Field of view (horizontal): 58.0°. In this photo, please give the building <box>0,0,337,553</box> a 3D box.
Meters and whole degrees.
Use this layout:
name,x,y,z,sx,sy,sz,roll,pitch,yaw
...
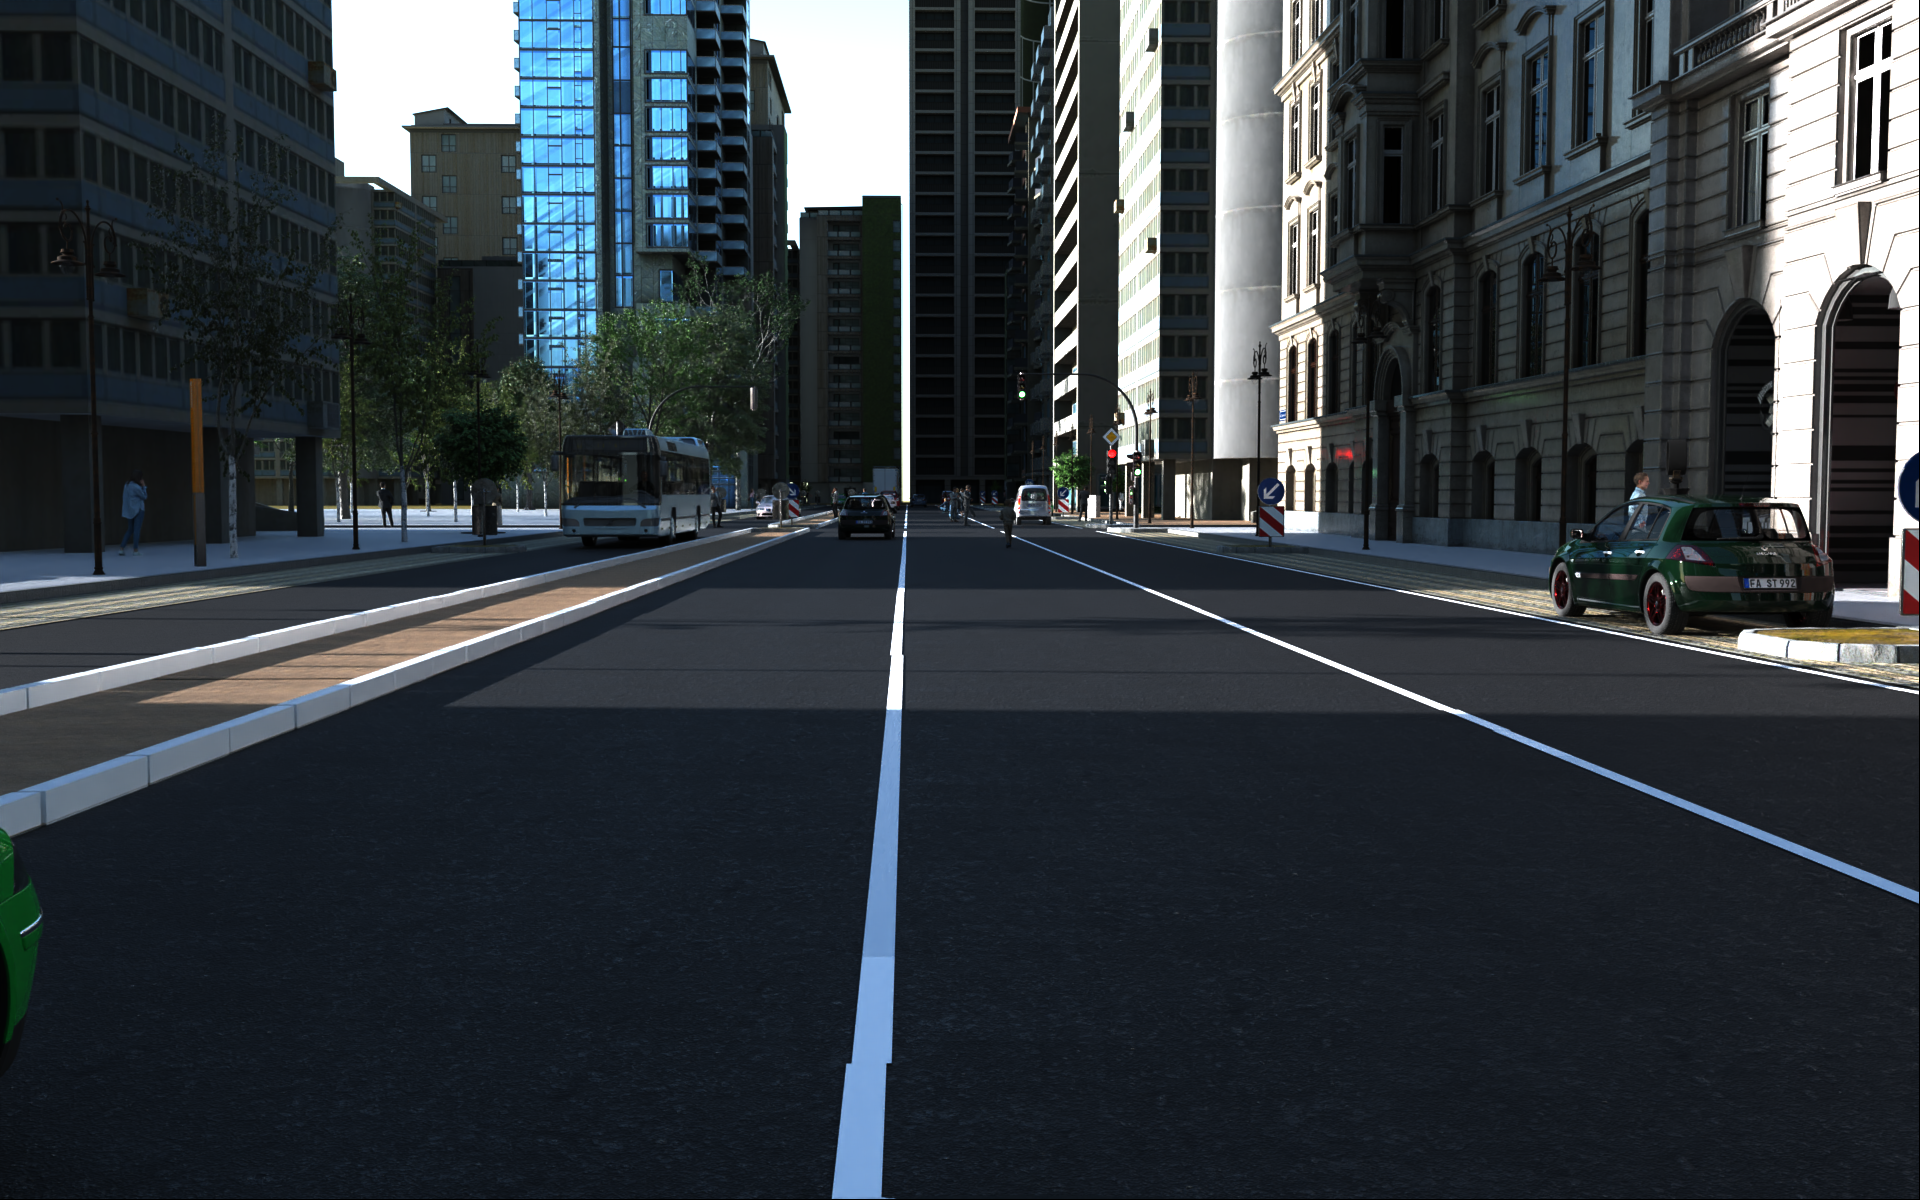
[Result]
name,x,y,z,sx,sy,sz,roll,pitch,yaw
building,-30.392,-21.626,45.468,23.993,40.220,32.217,0,4,-2

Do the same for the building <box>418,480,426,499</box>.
name,x,y,z,sx,sy,sz,roll,pitch,yaw
building,-81.162,-33.848,237.007,14.086,41.232,14.154,0,4,-2

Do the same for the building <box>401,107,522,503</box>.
name,x,y,z,sx,sy,sz,roll,pitch,yaw
building,-60.411,-40.092,244.750,27.495,52.752,28.713,0,4,-2

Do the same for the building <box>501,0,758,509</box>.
name,x,y,z,sx,sy,sz,roll,pitch,yaw
building,-29.957,-51.955,162.130,22.319,86.520,31.000,0,4,-2

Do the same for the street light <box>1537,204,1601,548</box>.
name,x,y,z,sx,sy,sz,roll,pitch,yaw
street light,9.788,-3.376,27.984,0.468,5.910,1.993,0,4,-2

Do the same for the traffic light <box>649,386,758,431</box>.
name,x,y,z,sx,sy,sz,roll,pitch,yaw
traffic light,-10.888,-6.000,72.768,4.771,5.953,1.251,0,4,-2

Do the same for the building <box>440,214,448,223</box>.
name,x,y,z,sx,sy,sz,roll,pitch,yaw
building,-75.036,-31.332,204.160,23.993,40.220,32.217,0,4,-2

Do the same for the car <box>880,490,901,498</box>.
name,x,y,z,sx,sy,sz,roll,pitch,yaw
car,-7.015,-9.954,171.413,2.281,1.827,5.304,0,4,0

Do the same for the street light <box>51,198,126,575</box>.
name,x,y,z,sx,sy,sz,roll,pitch,yaw
street light,-13.709,-3.340,27.393,0.468,5.910,1.993,0,4,-2

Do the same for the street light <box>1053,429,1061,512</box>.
name,x,y,z,sx,sy,sz,roll,pitch,yaw
street light,6.905,-9.255,124.106,0.468,5.910,1.993,0,4,-2

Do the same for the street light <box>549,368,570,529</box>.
name,x,y,z,sx,sy,sz,roll,pitch,yaw
street light,-14.685,-5.556,63.620,0.468,5.910,1.993,0,4,-2

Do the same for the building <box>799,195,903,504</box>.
name,x,y,z,sx,sy,sz,roll,pitch,yaw
building,-14.941,-33.980,239.160,14.086,41.232,14.154,0,4,-2

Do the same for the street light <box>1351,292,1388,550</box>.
name,x,y,z,sx,sy,sz,roll,pitch,yaw
street light,9.379,-4.101,39.831,0.468,5.910,1.993,0,4,-2

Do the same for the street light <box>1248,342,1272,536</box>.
name,x,y,z,sx,sy,sz,roll,pitch,yaw
street light,9.079,-4.881,52.598,0.468,5.910,1.993,0,4,-2

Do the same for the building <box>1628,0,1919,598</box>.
name,x,y,z,sx,sy,sz,roll,pitch,yaw
building,17.534,-10.705,16.834,13.314,21.916,24.055,0,4,-2

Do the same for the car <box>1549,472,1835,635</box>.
name,x,y,z,sx,sy,sz,roll,pitch,yaw
car,7.872,-0.561,18.961,2.009,1.686,4.222,0,4,-1

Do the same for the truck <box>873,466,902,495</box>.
name,x,y,z,sx,sy,sz,roll,pitch,yaw
truck,-7.608,-11.692,180.085,2.839,4.237,11.283,0,4,0

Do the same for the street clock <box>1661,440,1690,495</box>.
name,x,y,z,sx,sy,sz,roll,pitch,yaw
street clock,9.520,-1.131,23.058,0.358,2.002,0.471,1,4,18

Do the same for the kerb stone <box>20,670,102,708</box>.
name,x,y,z,sx,sy,sz,roll,pitch,yaw
kerb stone,-6.247,0.625,11.977,0.120,0.150,1.000,0,4,-2

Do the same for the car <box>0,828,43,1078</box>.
name,x,y,z,sx,sy,sz,roll,pitch,yaw
car,-2.700,0.436,1.661,1.959,1.807,4.718,0,4,-2

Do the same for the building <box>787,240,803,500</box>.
name,x,y,z,sx,sy,sz,roll,pitch,yaw
building,-34.239,-33.982,247.491,23.993,40.220,32.217,0,4,-2

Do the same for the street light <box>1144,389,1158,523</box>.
name,x,y,z,sx,sy,sz,roll,pitch,yaw
street light,8.349,-6.316,76.054,0.468,5.910,1.993,0,4,-2

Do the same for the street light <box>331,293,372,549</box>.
name,x,y,z,sx,sy,sz,roll,pitch,yaw
street light,-14.015,-4.112,40.012,0.468,5.910,1.993,0,4,-2

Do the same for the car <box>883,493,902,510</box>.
name,x,y,z,sx,sy,sz,roll,pitch,yaw
car,-6.335,-9.023,156.558,2.155,1.783,4.494,0,4,-3

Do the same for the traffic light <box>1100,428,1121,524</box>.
name,x,y,z,sx,sy,sz,roll,pitch,yaw
traffic light,6.376,-5.159,73.267,0.839,4.253,0.868,0,4,-2

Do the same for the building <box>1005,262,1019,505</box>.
name,x,y,z,sx,sy,sz,roll,pitch,yaw
building,12.482,-27.211,216.592,14.160,30.474,14.107,0,4,-2

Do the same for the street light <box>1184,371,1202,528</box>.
name,x,y,z,sx,sy,sz,roll,pitch,yaw
street light,8.726,-5.639,64.984,0.468,5.910,1.993,0,4,-2

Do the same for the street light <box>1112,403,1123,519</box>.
name,x,y,z,sx,sy,sz,roll,pitch,yaw
street light,8.005,-7.054,88.122,0.468,5.910,1.993,0,4,-2

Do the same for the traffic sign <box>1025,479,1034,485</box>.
name,x,y,z,sx,sy,sz,roll,pitch,yaw
traffic sign,5.896,-8.978,146.895,0.768,2.556,0.104,0,4,-1

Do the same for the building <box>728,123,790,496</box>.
name,x,y,z,sx,sy,sz,roll,pitch,yaw
building,-25.929,-30.737,186.144,14.154,41.232,14.086,0,4,-2

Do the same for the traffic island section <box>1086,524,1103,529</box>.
name,x,y,z,sx,sy,sz,roll,pitch,yaw
traffic island section,6.416,-3.125,73.382,2.009,0.180,2.903,0,4,-2

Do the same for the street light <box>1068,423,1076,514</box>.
name,x,y,z,sx,sy,sz,roll,pitch,yaw
street light,7.276,-8.533,112.303,0.468,5.910,1.993,0,4,-2

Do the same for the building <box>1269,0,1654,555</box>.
name,x,y,z,sx,sy,sz,roll,pitch,yaw
building,17.273,-13.890,46.180,14.460,24.649,34.723,0,4,-2

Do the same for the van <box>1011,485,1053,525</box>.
name,x,y,z,sx,sy,sz,roll,pitch,yaw
van,3.418,-4.583,81.950,2.013,2.044,4.112,0,4,0

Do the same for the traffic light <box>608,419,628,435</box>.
name,x,y,z,sx,sy,sz,roll,pitch,yaw
traffic light,-12.736,-4.634,64.689,0.839,4.253,0.868,0,4,-2

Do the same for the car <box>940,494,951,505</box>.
name,x,y,z,sx,sy,sz,roll,pitch,yaw
car,-1.361,-12.220,208.834,2.155,1.783,4.494,0,4,-1

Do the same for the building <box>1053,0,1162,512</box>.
name,x,y,z,sx,sy,sz,roll,pitch,yaw
building,18.719,-31.157,133.122,21.300,48.544,21.600,0,4,-2

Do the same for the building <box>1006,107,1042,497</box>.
name,x,y,z,sx,sy,sz,roll,pitch,yaw
building,16.680,-33.011,194.352,22.147,44.769,28.867,0,4,-2

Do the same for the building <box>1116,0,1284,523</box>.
name,x,y,z,sx,sy,sz,roll,pitch,yaw
building,21.049,-24.374,90.403,23.993,40.220,32.217,0,4,-2

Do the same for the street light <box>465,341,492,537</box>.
name,x,y,z,sx,sy,sz,roll,pitch,yaw
street light,-14.393,-4.833,51.815,0.468,5.910,1.993,0,4,-2

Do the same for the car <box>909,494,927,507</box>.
name,x,y,z,sx,sy,sz,roll,pitch,yaw
car,-4.522,-10.789,188.410,2.014,1.417,4.499,0,4,-3

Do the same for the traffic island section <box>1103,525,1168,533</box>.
name,x,y,z,sx,sy,sz,roll,pitch,yaw
traffic island section,6.656,-2.637,65.400,2.009,0.180,2.903,0,4,-2

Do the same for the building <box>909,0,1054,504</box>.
name,x,y,z,sx,sy,sz,roll,pitch,yaw
building,3.258,-49.104,241.099,20.611,71.187,20.563,0,4,-2

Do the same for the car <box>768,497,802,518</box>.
name,x,y,z,sx,sy,sz,roll,pitch,yaw
car,-10.706,-5.747,105.755,2.131,1.459,4.920,0,4,-2

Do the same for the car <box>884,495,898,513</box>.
name,x,y,z,sx,sy,sz,roll,pitch,yaw
car,-5.644,-7.162,129.464,2.083,1.381,4.827,0,4,-2

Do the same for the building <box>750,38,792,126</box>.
name,x,y,z,sx,sy,sz,roll,pitch,yaw
building,-34.765,-37.799,207.248,27.495,52.752,28.713,0,4,-2

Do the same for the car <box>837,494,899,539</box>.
name,x,y,z,sx,sy,sz,roll,pitch,yaw
car,-3.002,-2.832,56.088,2.009,1.686,4.222,0,4,0

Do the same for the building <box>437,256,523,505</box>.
name,x,y,z,sx,sy,sz,roll,pitch,yaw
building,-55.777,-27.090,214.619,14.107,30.474,14.160,0,4,-2

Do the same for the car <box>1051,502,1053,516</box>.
name,x,y,z,sx,sy,sz,roll,pitch,yaw
car,4.988,-6.242,110.856,1.959,1.807,4.718,0,4,-1

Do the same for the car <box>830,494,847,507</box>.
name,x,y,z,sx,sy,sz,roll,pitch,yaw
car,-13.049,-10.939,187.646,1.959,1.807,4.718,0,4,-3

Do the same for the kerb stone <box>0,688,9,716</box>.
name,x,y,z,sx,sy,sz,roll,pitch,yaw
kerb stone,-6.218,0.688,10.954,0.120,0.150,1.000,0,4,-2

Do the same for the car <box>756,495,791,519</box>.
name,x,y,z,sx,sy,sz,roll,pitch,yaw
car,-10.654,-5.335,99.593,2.083,1.381,4.827,0,4,-2

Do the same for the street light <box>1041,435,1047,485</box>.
name,x,y,z,sx,sy,sz,roll,pitch,yaw
street light,6.546,-9.988,136.095,0.468,5.910,1.993,0,4,-2

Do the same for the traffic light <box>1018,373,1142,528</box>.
name,x,y,z,sx,sy,sz,roll,pitch,yaw
traffic light,4.528,-5.530,65.081,4.771,5.953,1.251,0,4,-2

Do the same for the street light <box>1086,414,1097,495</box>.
name,x,y,z,sx,sy,sz,roll,pitch,yaw
street light,7.595,-7.799,100.304,0.468,5.910,1.993,0,4,-2

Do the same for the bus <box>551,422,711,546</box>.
name,x,y,z,sx,sy,sz,roll,pitch,yaw
bus,-9.308,-3.415,50.695,2.948,3.499,13.247,0,4,-2

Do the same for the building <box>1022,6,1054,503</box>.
name,x,y,z,sx,sy,sz,roll,pitch,yaw
building,18.321,-33.289,163.882,23.786,49.044,30.456,0,4,-2

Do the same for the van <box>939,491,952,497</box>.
name,x,y,z,sx,sy,sz,roll,pitch,yaw
van,-1.600,-12.942,218.610,2.013,2.044,4.112,0,4,-1

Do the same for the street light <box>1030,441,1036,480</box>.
name,x,y,z,sx,sy,sz,roll,pitch,yaw
street light,6.200,-10.710,147.899,0.468,5.910,1.993,0,4,-2
